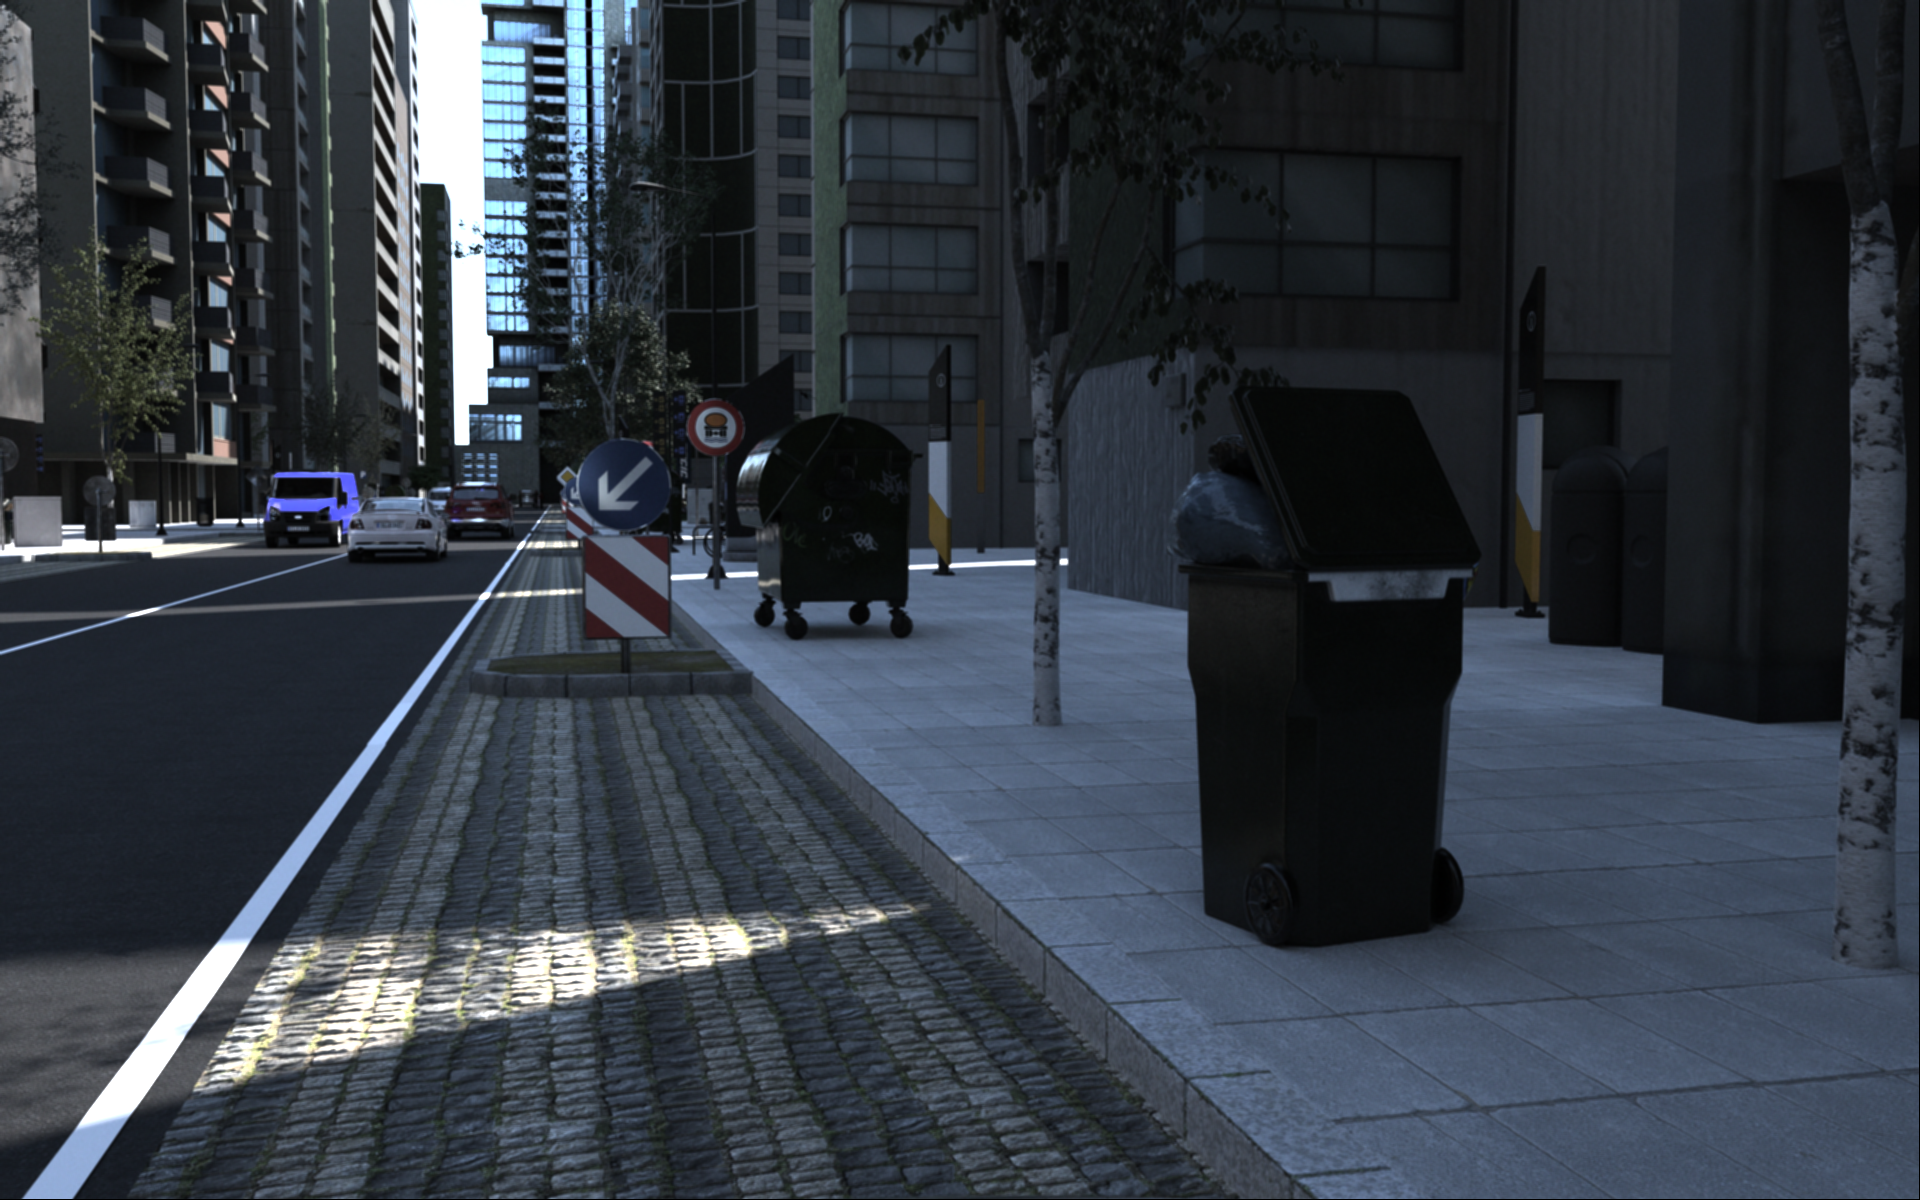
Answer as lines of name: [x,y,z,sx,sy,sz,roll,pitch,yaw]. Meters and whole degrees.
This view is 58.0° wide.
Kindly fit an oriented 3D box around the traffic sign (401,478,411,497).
traffic sign: [-43.899,-8.394,137.348,0.768,2.556,0.104,-1,4,-11]

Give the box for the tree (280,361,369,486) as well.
tree: [-35.146,-8.865,95.312,4.360,8.622,3.978,0,3,0]

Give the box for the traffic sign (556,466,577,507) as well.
traffic sign: [-13.931,-3.542,61.548,0.795,2.450,0.064,-1,4,-13]

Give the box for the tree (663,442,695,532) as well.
tree: [-9.995,-3.925,58.767,1.663,3.219,1.824,0,3,0]

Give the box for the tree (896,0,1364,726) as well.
tree: [0.642,-3.599,9.208,4.360,8.622,3.978,0,3,0]

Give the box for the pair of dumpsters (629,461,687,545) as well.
pair of dumpsters: [-8.060,-2.633,45.544,1.574,2.255,4.437,-1,4,-13]

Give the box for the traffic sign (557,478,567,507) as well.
traffic sign: [-15.734,-4.017,69.327,0.795,2.450,0.064,-1,4,-13]

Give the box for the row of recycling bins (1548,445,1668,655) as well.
row of recycling bins: [6.128,-0.402,13.690,1.069,1.692,3.534,-2,4,-29]

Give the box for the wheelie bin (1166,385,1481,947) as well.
wheelie bin: [1.046,0.168,5.165,0.980,1.594,0.693,-2,4,-25]

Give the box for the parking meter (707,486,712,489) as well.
parking meter: [-17.043,-6.849,117.691,0.399,1.863,0.255,0,3,0]

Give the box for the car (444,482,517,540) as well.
car: [-15.582,-2.909,56.234,2.281,1.827,5.304,-1,4,-12]

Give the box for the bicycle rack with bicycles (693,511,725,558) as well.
bicycle rack with bicycles: [-4.227,-1.383,35.988,2.925,0.926,2.852,-2,4,-25]

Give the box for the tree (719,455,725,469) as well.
tree: [-6.160,-4.409,55.798,4.285,4.588,4.351,0,3,0]

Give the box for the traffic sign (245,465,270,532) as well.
traffic sign: [-24.014,-3.401,59.241,0.795,2.450,0.064,-1,4,-13]

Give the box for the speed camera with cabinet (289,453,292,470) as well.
speed camera with cabinet: [-31.511,-5.375,82.219,0.660,3.252,2.038,-2,4,-25]

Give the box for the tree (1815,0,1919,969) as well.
tree: [2.569,-3.297,4.272,4.360,8.622,3.978,0,3,0]

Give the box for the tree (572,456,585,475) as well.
tree: [-26.682,-8.662,125.345,4.285,4.588,4.351,0,3,0]

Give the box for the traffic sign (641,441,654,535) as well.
traffic sign: [-7.469,-2.522,41.343,0.768,2.556,0.104,-1,4,-11]

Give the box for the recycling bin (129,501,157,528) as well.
recycling bin: [-31.355,-3.296,66.442,0.722,1.027,0.722,3,4,36]

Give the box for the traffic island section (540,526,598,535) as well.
traffic island section: [-13.910,-2.407,61.630,2.009,0.180,2.903,-1,4,-13]

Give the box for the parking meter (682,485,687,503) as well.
parking meter: [-17.288,-6.300,108.723,0.255,1.863,0.399,-1,4,-15]

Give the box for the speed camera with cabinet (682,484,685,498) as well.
speed camera with cabinet: [-14.702,-6.122,94.423,2.038,3.252,0.660,0,4,-1]

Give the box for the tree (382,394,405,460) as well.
tree: [-42.400,-10.696,125.237,4.360,8.622,3.978,0,3,0]

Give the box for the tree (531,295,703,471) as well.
tree: [-19.638,-11.169,99.619,9.611,12.733,9.660,0,3,0]

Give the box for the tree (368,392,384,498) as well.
tree: [-38.105,-9.519,106.002,4.360,8.622,3.978,0,3,0]

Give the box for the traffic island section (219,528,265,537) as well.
traffic island section: [-24.035,-2.264,59.297,2.009,0.180,2.903,-1,4,-13]

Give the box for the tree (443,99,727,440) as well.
tree: [-18.072,-13.978,84.423,12.611,20.169,13.585,0,3,0]

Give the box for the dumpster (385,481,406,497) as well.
dumpster: [-43.044,-7.914,131.880,1.502,2.255,1.985,-1,4,-13]

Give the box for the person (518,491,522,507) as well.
person: [-48.730,-11.210,191.881,0.705,1.812,1.348,0,4,-1]

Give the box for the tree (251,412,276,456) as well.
tree: [-43.703,-9.406,104.158,4.737,8.622,4.395,0,3,0]

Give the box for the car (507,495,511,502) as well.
car: [-54.250,-11.820,205.840,1.945,1.354,3.894,-1,4,-13]

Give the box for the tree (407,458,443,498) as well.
tree: [-49.397,-10.780,159.968,4.285,4.588,4.351,0,3,0]

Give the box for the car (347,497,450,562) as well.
car: [-12.313,-1.570,38.024,2.083,1.381,4.827,-1,4,-13]

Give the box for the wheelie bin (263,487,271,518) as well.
wheelie bin: [-30.065,-4.140,75.602,0.693,1.594,0.980,-2,4,-31]

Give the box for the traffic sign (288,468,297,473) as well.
traffic sign: [-25.817,-3.876,67.020,0.795,2.450,0.064,-1,4,-13]

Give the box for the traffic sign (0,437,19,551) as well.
traffic sign: [-21.568,-2.376,38.957,0.768,2.556,0.104,0,4,-5]

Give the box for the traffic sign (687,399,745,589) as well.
traffic sign: [-3.273,-1.415,23.248,0.768,2.556,0.104,-1,4,-11]

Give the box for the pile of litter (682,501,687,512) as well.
pile of litter: [-17.060,-5.720,107.493,1.719,0.858,1.176,2,4,29]

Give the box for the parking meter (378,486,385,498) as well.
parking meter: [-40.996,-7.160,122.780,0.255,1.863,0.399,2,4,28]

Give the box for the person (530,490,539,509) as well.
person: [-40.967,-9.712,167.427,1.348,1.807,0.705,-3,5,-40]

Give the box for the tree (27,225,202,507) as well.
tree: [-23.646,-6.005,48.545,4.737,8.622,4.395,0,3,0]

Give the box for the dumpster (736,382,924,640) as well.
dumpster: [-1.222,-0.828,16.030,1.502,2.255,1.985,-1,4,-13]

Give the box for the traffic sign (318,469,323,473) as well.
traffic sign: [-33.125,-5.488,89.727,0.884,2.594,0.081,0,4,-5]

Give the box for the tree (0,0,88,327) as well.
tree: [-20.117,-7.232,28.621,12.009,13.543,11.850,0,3,0]

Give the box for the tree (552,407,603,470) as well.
tree: [-31.918,-13.196,150.172,7.601,10.594,8.767,0,4,6]

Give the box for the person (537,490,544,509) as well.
person: [-39.820,-9.547,164.561,0.705,1.831,1.348,1,4,13]
